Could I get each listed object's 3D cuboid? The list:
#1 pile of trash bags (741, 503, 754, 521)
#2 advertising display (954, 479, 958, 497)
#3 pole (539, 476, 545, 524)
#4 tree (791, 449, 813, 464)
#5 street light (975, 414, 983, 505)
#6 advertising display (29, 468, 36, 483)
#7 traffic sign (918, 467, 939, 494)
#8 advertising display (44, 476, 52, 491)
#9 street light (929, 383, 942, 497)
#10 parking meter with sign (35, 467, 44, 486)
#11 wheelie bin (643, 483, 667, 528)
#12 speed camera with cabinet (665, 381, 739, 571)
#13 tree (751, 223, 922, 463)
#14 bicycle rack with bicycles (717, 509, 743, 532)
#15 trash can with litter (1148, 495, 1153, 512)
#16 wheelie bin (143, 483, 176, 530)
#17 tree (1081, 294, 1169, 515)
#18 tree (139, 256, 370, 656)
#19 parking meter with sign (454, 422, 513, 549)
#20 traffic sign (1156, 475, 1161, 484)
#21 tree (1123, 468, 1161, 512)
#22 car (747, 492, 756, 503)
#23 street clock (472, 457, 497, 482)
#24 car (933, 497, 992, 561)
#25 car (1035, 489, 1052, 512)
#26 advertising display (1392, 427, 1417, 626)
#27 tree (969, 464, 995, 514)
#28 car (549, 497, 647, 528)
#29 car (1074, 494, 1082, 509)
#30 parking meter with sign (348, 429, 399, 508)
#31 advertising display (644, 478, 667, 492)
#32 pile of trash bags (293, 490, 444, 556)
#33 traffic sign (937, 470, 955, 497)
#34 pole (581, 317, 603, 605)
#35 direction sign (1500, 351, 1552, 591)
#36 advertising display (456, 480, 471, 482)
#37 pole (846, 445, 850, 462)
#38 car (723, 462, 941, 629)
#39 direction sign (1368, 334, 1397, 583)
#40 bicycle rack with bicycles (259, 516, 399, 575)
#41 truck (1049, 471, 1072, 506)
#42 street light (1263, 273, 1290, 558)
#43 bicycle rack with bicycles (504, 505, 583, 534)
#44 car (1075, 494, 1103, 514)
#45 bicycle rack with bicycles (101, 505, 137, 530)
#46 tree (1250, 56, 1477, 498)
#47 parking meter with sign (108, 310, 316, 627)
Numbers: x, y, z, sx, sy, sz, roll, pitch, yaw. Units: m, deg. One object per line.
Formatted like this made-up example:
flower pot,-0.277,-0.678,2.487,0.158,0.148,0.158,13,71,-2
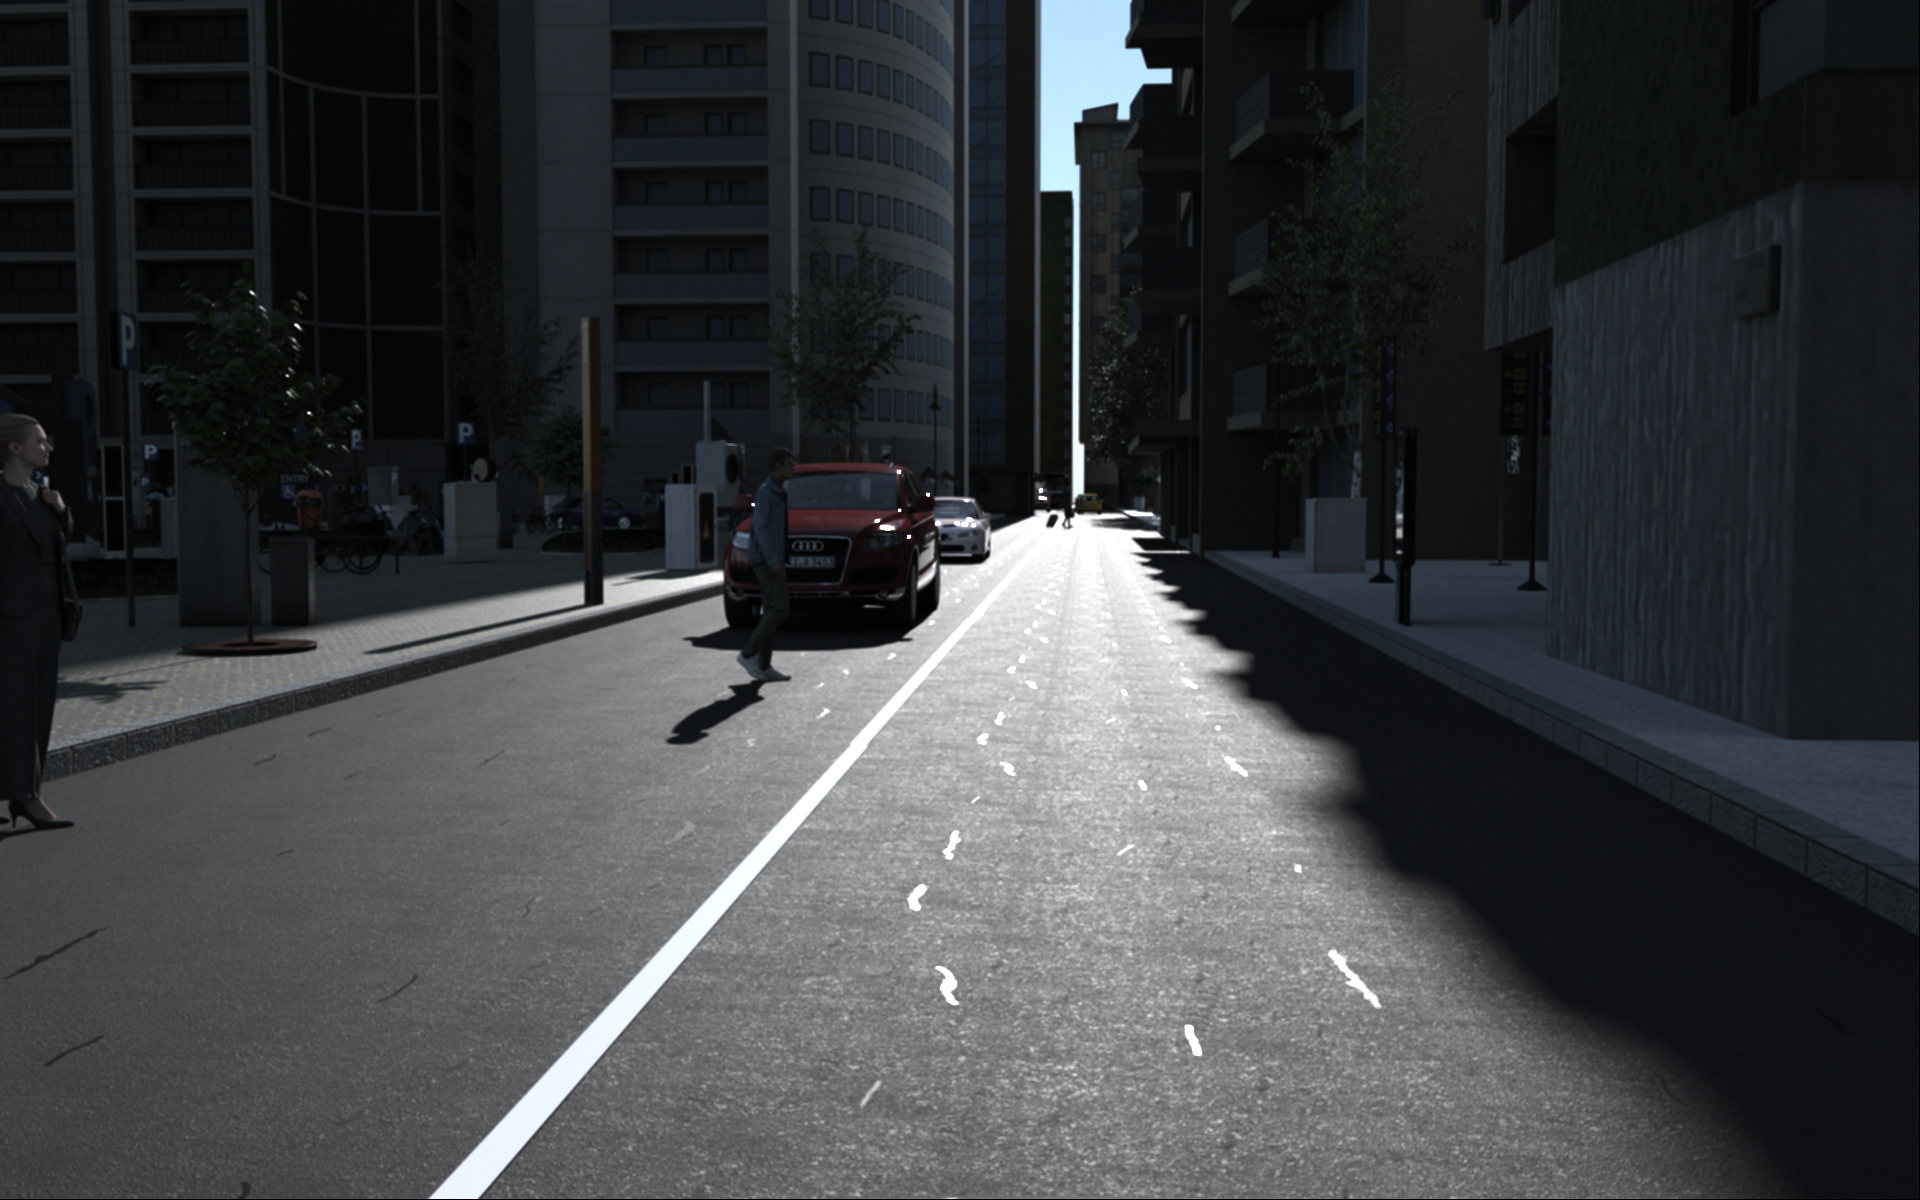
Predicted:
pile of trash bags,-5.224,-2.593,52.156,1.912,1.369,3.447,-3,5,-40
advertising display,-0.189,-4.378,76.800,0.123,1.923,0.974,0,4,3
pole,-17.728,-4.864,73.369,0.158,3.312,0.155,0,3,0
tree,-6.794,-4.823,73.456,1.663,3.219,1.824,0,3,0
street light,1.074,-7.751,99.510,0.468,5.910,1.993,0,4,4
advertising display,-17.009,-1.606,31.480,0.123,1.923,0.974,-1,4,-10
traffic sign,-1.159,-3.678,63.785,0.795,2.450,0.064,0,4,4
advertising display,-33.153,-3.518,62.740,0.974,1.923,0.123,3,4,38
street light,-1.029,-6.066,71.971,0.468,5.910,1.993,0,4,4
parking meter with sign,-52.727,-6.328,99.724,0.543,3.016,1.738,1,4,20
wheelie bin,-8.744,-2.583,50.137,0.693,1.594,0.980,3,5,41
speed camera with cabinet,-4.395,-2.159,29.641,0.660,3.252,2.038,1,4,13
tree,-3.231,-5.882,46.540,4.737,8.622,4.395,0,3,0
bicycle rack with bicycles,-7.159,-2.792,59.034,2.852,0.926,2.925,-2,4,-35
trash can with litter,14.696,-7.125,127.544,2.233,1.210,1.678,1,4,14
wheelie bin,-23.909,-2.672,51.596,0.980,1.594,0.693,3,5,43
tree,12.476,-12.331,108.270,9.857,13.997,8.962,0,3,0
tree,-5.701,-1.197,14.178,1.663,3.219,1.824,0,3,0
parking meter with sign,-11.310,-2.754,41.296,1.738,3.016,0.543,3,5,40
traffic sign,8.435,-4.125,71.081,0.795,2.450,0.064,0,4,4
tree,15.041,-9.482,138.740,4.285,4.588,4.351,0,3,0
car,-6.816,-3.564,67.312,4.494,1.783,2.155,0,4,3
street clock,-9.422,-1.822,34.359,0.471,2.002,0.358,2,4,34
car,-0.303,-1.598,38.484,2.083,1.381,4.827,0,4,3
car,6.224,-7.948,138.628,2.281,1.827,5.304,0,4,2
advertising display,4.405,-0.732,17.185,0.123,1.923,0.974,1,4,8
tree,1.643,-7.075,110.283,1.663,3.219,1.824,0,3,0
car,-14.431,-3.490,69.641,3.894,1.354,1.945,0,4,6
car,11.896,-9.554,165.990,2.009,1.686,4.222,0,4,4
parking meter with sign,-15.396,-3.058,46.253,1.738,3.016,0.543,1,4,14
advertising display,-12.611,-4.074,71.830,0.974,1.923,0.123,-3,4,-37
pile of trash bags,-12.690,-1.671,37.081,3.447,1.369,1.912,1,4,13
traffic sign,-0.585,-4.166,71.749,0.795,2.450,0.064,0,4,4
pole,-4.267,-1.605,20.092,0.158,3.312,0.155,0,3,0
direction sign,7.639,-1.898,23.035,0.876,3.537,0.379,1,4,17
advertising display,-23.067,-4.615,80.661,0.974,1.923,0.123,2,4,31
pole,-4.632,-4.791,72.173,0.158,3.312,0.155,0,3,0
car,-1.373,-0.705,20.200,2.281,1.827,5.304,0,4,4
direction sign,6.119,-2.020,25.029,0.379,3.537,0.876,0,4,-5
bicycle rack with bicycles,-10.430,-0.884,27.831,2.925,0.926,2.852,-3,4,-36
truck,12.107,-13.501,209.653,2.839,4.237,11.283,0,4,6
street light,6.393,-3.799,34.899,0.468,5.910,1.993,0,4,4
bicycle rack with bicycles,-13.600,-2.657,56.830,2.852,0.926,2.925,-2,4,-28
car,9.266,-6.977,124.296,2.015,1.641,3.980,0,4,3
bicycle rack with bicycles,-28.895,-2.700,57.527,2.852,0.926,2.925,-3,4,-38
tree,6.904,-4.878,30.110,4.737,8.622,4.395,0,3,0
parking meter with sign,-7.212,-1.257,16.816,1.738,3.016,0.543,0,4,-8
